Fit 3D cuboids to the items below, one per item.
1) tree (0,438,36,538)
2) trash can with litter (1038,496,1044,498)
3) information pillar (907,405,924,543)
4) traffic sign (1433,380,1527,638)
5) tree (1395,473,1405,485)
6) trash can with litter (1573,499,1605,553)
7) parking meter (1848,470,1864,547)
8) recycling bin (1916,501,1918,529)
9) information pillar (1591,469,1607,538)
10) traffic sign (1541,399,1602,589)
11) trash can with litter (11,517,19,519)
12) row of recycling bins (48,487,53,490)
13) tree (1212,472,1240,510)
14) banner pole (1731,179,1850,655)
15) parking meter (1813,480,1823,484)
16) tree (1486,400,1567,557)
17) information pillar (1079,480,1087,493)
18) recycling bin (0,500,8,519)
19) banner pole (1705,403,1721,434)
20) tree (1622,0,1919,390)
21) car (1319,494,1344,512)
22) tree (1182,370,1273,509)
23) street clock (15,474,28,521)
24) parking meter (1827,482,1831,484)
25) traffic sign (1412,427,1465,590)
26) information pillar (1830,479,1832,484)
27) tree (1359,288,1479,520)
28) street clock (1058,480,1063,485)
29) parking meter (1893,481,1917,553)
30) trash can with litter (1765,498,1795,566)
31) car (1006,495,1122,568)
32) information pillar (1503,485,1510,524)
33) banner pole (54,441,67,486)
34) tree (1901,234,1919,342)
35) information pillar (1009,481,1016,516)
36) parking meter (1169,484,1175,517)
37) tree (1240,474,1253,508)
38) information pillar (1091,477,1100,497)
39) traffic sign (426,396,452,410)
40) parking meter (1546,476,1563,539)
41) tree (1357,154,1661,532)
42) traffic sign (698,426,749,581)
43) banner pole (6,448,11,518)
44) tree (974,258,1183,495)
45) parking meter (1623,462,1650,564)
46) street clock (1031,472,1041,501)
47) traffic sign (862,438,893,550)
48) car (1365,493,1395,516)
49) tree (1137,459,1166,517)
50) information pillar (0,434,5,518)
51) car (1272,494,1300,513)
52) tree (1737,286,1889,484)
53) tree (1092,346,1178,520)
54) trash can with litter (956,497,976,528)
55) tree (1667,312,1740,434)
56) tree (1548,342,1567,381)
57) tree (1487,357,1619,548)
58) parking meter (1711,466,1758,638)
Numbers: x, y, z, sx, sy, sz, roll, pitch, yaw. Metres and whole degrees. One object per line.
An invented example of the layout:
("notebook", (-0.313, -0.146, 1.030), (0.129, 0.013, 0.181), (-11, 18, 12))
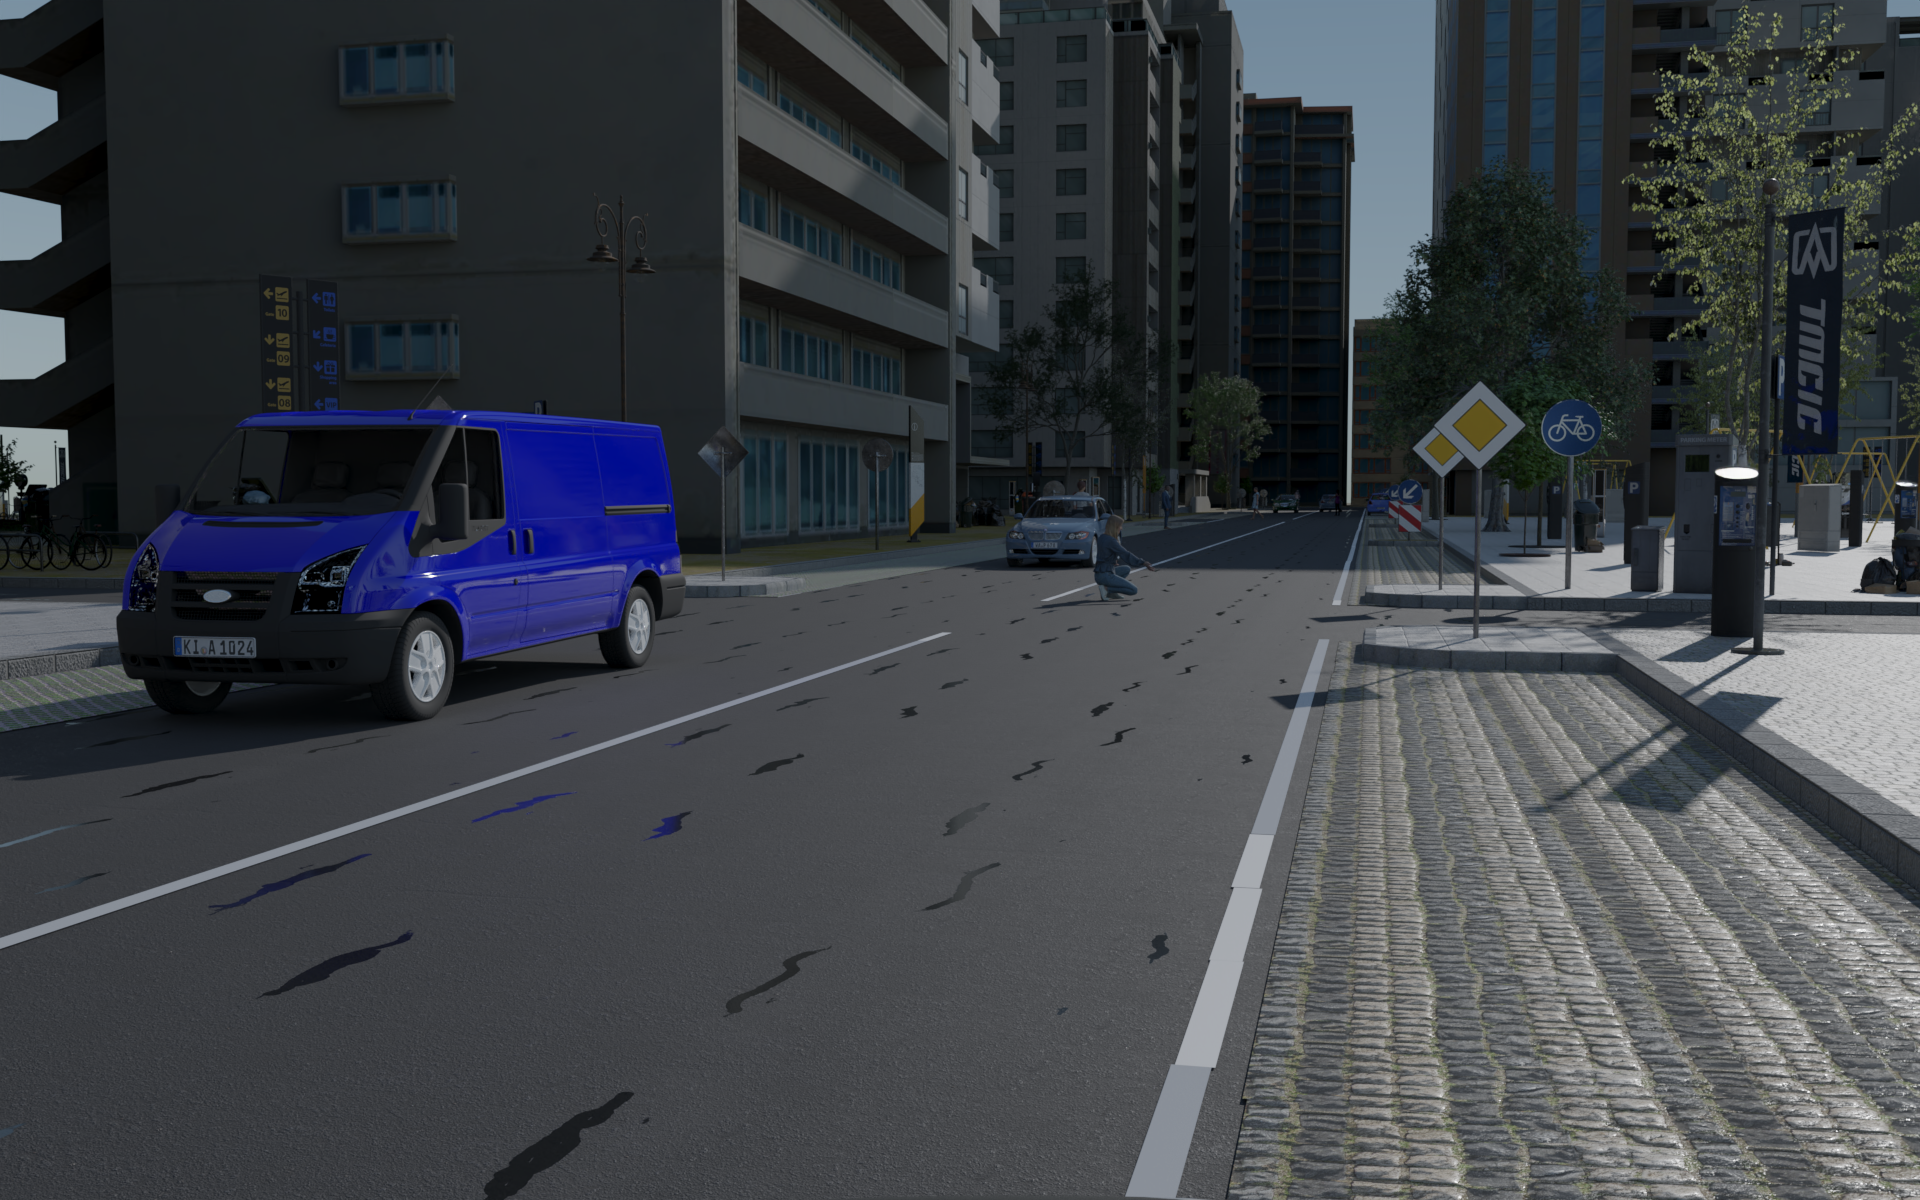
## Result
("tree", (-28.660, -3.474, 51.403), (1.663, 3.219, 1.824), (0, 3, 0))
("trash can with litter", (5.427, -5.440, 99.996), (1.678, 1.210, 2.233), (0, 4, -1))
("information pillar", (-1.166, -3.336, 45.895), (0.504, 3.616, 0.183), (-3, 5, -43))
("traffic sign", (4.591, -0.717, 15.360), (0.795, 2.450, 0.064), (1, 4, 13))
("tree", (39.502, -9.723, 153.577), (1.663, 3.219, 1.824), (0, 3, 0))
("trash can with litter", (13.964, -1.644, 38.262), (0.624, 1.170, 1.055), (0, 4, -3))
("parking meter", (21.882, -2.237, 42.281), (0.255, 1.863, 0.399), (3, 4, 37))
("recycling bin", (34.476, -3.017, 61.882), (0.722, 1.027, 0.722), (1, 4, 12))
("information pillar", (18.793, -2.836, 50.863), (0.304, 2.012, 0.304), (2, 4, 27))
("traffic sign", (8.219, -1.421, 23.343), (0.768, 2.556, 0.104), (1, 4, 16))
("trash can with litter", (-47.490, -4.623, 86.644), (2.233, 1.210, 1.678), (-2, 4, -24))
("row of recycling bins", (-55.173, -6.022, 105.579), (3.534, 1.692, 1.069), (2, 4, 25))
("tree", (21.119, -8.807, 138.596), (1.663, 3.219, 1.824), (0, 3, 0))
("banner pole", (6.560, -1.447, 13.670), (0.401, 3.779, 0.863), (-2, 4, -31))
("parking meter", (34.435, -3.905, 69.553), (0.255, 1.863, 0.399), (0, 4, 2))
("tree", (11.512, -2.509, 35.627), (1.663, 3.219, 1.824), (0, 3, 0))
("information pillar", (6.239, -5.118, 88.164), (0.304, 2.012, 0.304), (-2, 4, -28))
("recycling bin", (-40.868, -3.728, 73.506), (0.722, 1.027, 0.722), (-3, 5, -41))
("banner pole", (20.635, -3.523, 47.612), (0.863, 3.779, 0.401), (-3, 4, -37))
("tree", (12.185, -4.644, 26.299), (4.360, 8.622, 3.978), (0, 3, 0))
("car", (29.769, -7.765, 138.965), (2.014, 1.417, 4.499), (1, 4, 14))
("tree", (22.517, -13.417, 145.124), (9.928, 11.665, 9.643), (0, 3, 0))
("street clock", (-33.635, -3.518, 62.086), (0.471, 2.002, 0.358), (2, 4, 26))
("parking meter", (36.413, -4.104, 72.818), (0.399, 1.863, 0.255), (1, 4, 19))
("traffic sign", (6.430, -1.192, 23.131), (0.795, 2.450, 0.064), (1, 4, 13))
("information pillar", (41.256, -4.727, 81.778), (0.304, 2.012, 0.304), (0, 4, 3))
("tree", (23.544, -9.773, 85.550), (9.928, 11.665, 9.643), (0, 3, 0))
("street clock", (5.270, -5.311, 91.402), (0.358, 2.002, 0.471), (1, 4, 21))
("parking meter", (18.190, -1.524, 33.331), (0.372, 1.533, 0.369), (0, 3, 0))
("trash can with litter", (14.061, -1.235, 31.244), (2.233, 1.210, 1.678), (1, 4, 10))
("car", (2.192, -1.435, 35.464), (2.014, 1.417, 4.499), (1, 4, 15))
("information pillar", (23.226, -5.038, 73.719), (0.183, 3.616, 0.504), (-1, 4, -11))
("banner pole", (-42.255, -5.586, 81.342), (0.401, 3.779, 0.863), (1, 4, 15))
("tree", (31.803, -7.667, 51.103), (9.928, 11.665, 9.643), (0, 3, 0))
("information pillar", (3.010, -5.806, 99.417), (0.304, 2.012, 0.304), (1, 4, 18))
("parking meter", (12.037, -5.695, 98.817), (0.399, 1.863, 0.255), (3, 4, 39))
("tree", (27.351, -10.391, 164.494), (1.663, 3.219, 1.824), (0, 3, 0))
("information pillar", (5.831, -4.296, 74.737), (0.304, 2.012, 0.304), (-1, 4, -10))
("traffic sign", (-5.326, -0.861, 17.719), (0.795, 2.450, 0.064), (1, 4, 13))
("parking meter", (16.871, -2.657, 49.157), (0.399, 1.863, 0.255), (0, 4, 4))
("tree", (18.426, -8.672, 58.790), (9.611, 12.733, 9.660), (0, 3, 0))
("traffic sign", (-3.486, -1.336, 25.490), (0.795, 2.450, 0.064), (1, 4, 13))
("banner pole", (-50.921, -6.275, 92.613), (0.401, 3.779, 0.863), (-1, 4, -22))
("tree", (4.325, -8.228, 68.935), (8.767, 10.594, 7.601), (-2, 4, -35))
("parking meter", (12.386, -1.592, 31.746), (0.255, 1.863, 0.399), (-3, 5, -43))
("street clock", (2.544, -3.249, 57.683), (0.358, 2.002, 0.471), (0, 4, 2))
("traffic sign", (-1.899, -2.414, 39.574), (0.768, 2.556, 0.104), (1, 4, 18))
("car", (27.806, -6.420, 114.560), (1.945, 1.707, 3.694), (1, 4, 13))
("tree", (10.584, -6.189, 95.796), (1.663, 3.219, 1.824), (0, 3, 0))
("information pillar", (-37.729, -4.698, 68.166), (0.183, 3.616, 0.504), (-3, 5, -42))
("car", (24.956, -7.388, 132.587), (2.131, 1.459, 4.920), (1, 4, 13))
("tree", (29.472, -6.667, 59.366), (4.737, 8.622, 4.395), (0, 3, 0))
("tree", (8.387, -8.265, 85.499), (4.360, 8.622, 3.978), (0, 3, 0))
("trash can with litter", (0.042, -3.320, 65.665), (1.055, 1.170, 0.624), (-2, 4, -32))
("tree", (30.896, -7.371, 70.885), (4.737, 8.622, 4.395), (0, 3, 0))
("tree", (24.221, -7.112, 66.649), (4.360, 8.622, 3.978), (0, 3, 0))
("tree", (13.991, -3.537, 41.541), (4.285, 4.588, 4.351), (0, 3, 0))
("parking meter", (6.985, -0.440, 15.605), (0.372, 1.533, 0.369), (0, 3, 0))
